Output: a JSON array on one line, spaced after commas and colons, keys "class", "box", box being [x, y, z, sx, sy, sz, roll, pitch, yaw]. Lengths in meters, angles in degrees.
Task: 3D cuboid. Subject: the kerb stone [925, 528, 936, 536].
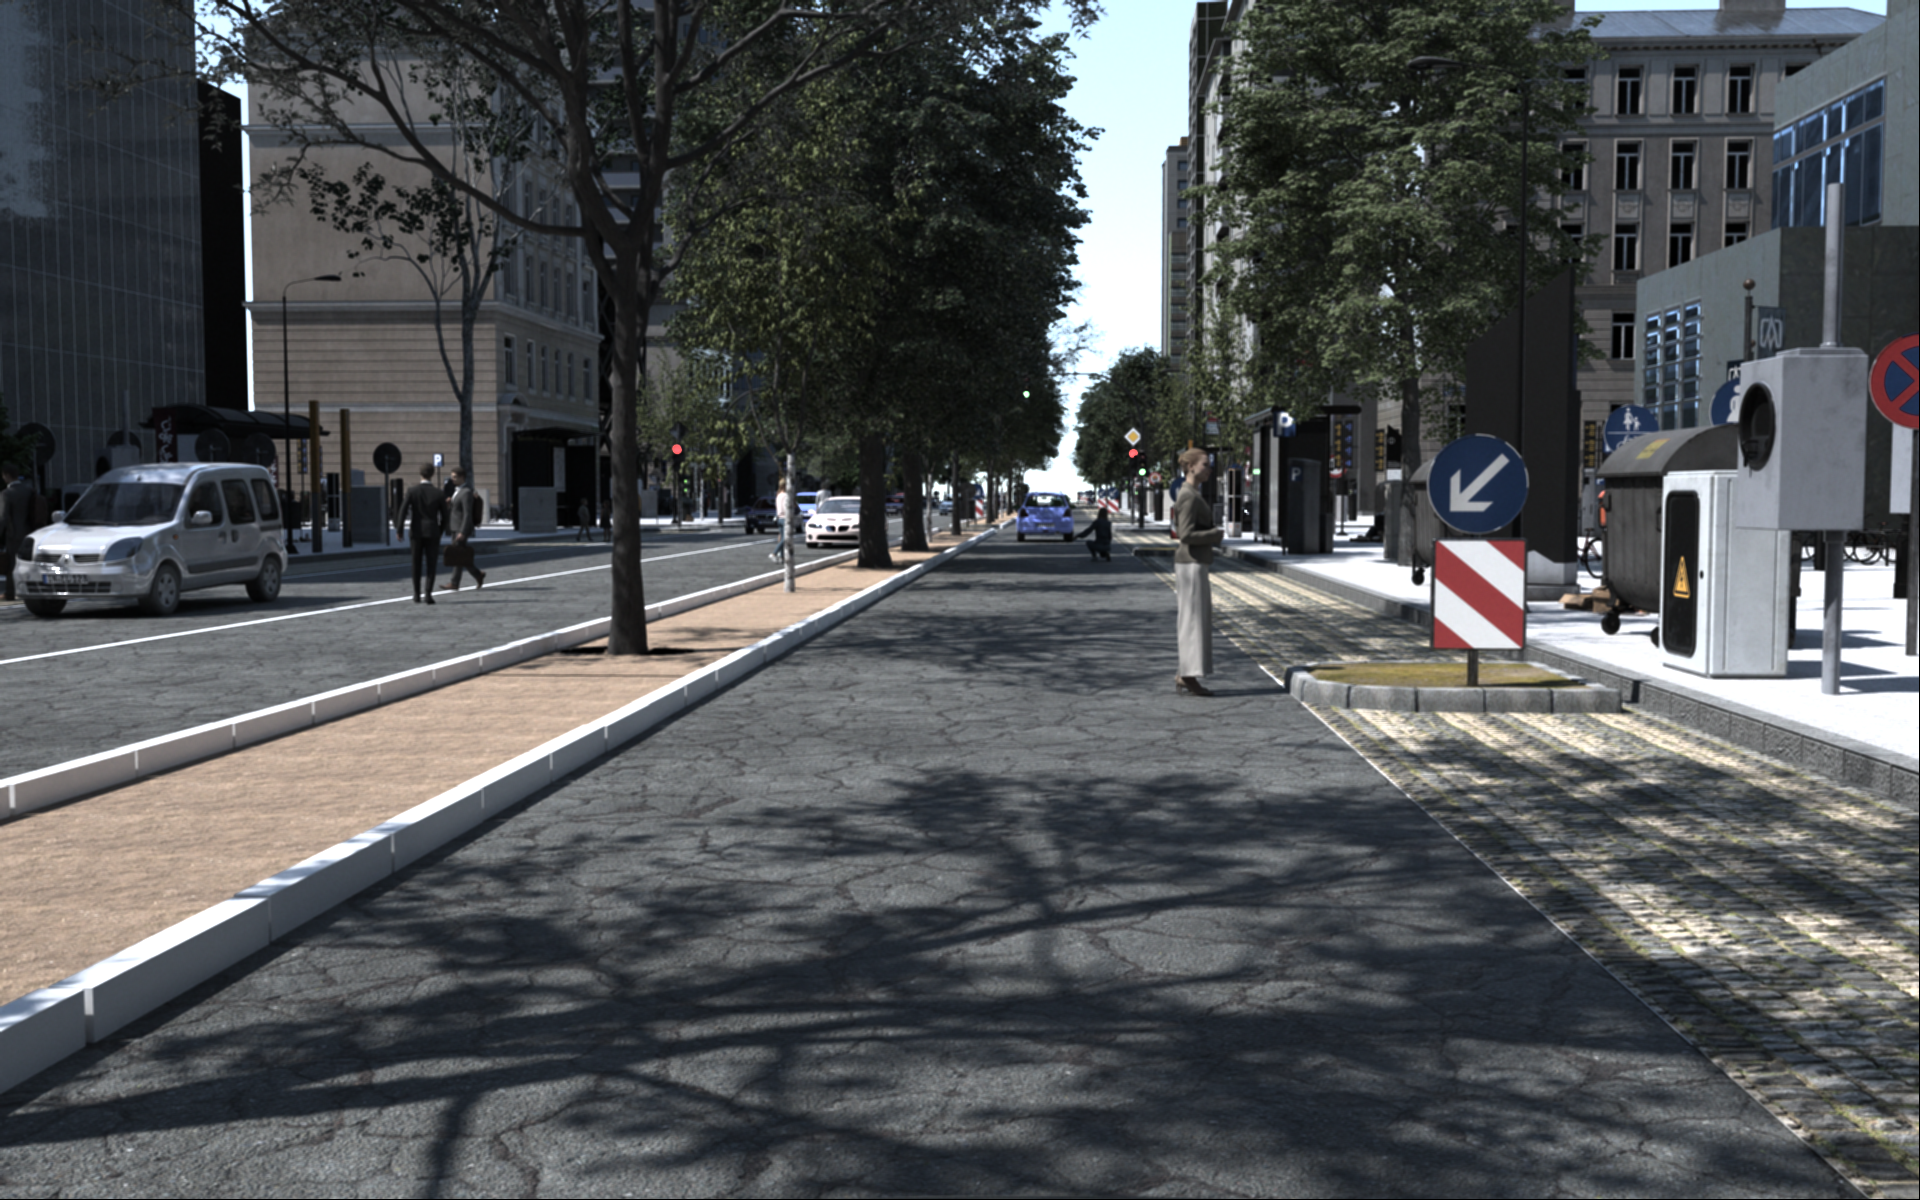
[{"class": "kerb stone", "box": [-1.042, -2.394, 61.414, 0.120, 0.150, 1.000, 0, 4, 3]}]

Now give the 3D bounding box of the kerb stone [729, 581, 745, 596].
[{"class": "kerb stone", "box": [-3.235, -0.140, 24.539, 0.120, 0.150, 1.000, 0, 4, 3]}]

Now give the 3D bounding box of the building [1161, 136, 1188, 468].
[{"class": "building", "box": [44.256, -45.795, 290.746, 21.231, 58.520, 28.212, 0, 4, 3]}]

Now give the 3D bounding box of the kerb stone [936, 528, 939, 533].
[{"class": "kerb stone", "box": [-0.858, -2.587, 64.492, 0.120, 0.150, 1.000, 0, 4, 3]}]

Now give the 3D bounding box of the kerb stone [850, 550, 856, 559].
[{"class": "kerb stone", "box": [-2.454, -0.954, 37.855, 0.120, 0.150, 1.000, 0, 4, 3]}]

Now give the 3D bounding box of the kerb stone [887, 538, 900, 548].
[{"class": "kerb stone", "box": [-1.845, -1.584, 48.087, 0.120, 0.150, 1.000, 0, 4, 3]}]

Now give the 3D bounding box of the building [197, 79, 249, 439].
[{"class": "building", "box": [-48.489, -16.043, 91.976, 15.834, 23.373, 12.332, 0, 4, 3]}]

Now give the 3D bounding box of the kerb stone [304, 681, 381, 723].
[{"class": "kerb stone", "box": [-4.032, 0.670, 11.241, 0.120, 0.150, 1.000, 0, 4, 3]}]

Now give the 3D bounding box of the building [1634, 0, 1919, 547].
[{"class": "building", "box": [30.596, -44.109, 33.860, 22.319, 86.520, 31.000, 0, 4, 3]}]

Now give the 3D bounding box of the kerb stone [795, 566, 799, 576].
[{"class": "kerb stone", "box": [-2.932, -0.455, 29.669, 0.120, 0.150, 1.000, 0, 4, 3]}]

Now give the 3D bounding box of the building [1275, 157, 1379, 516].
[{"class": "building", "box": [29.808, -18.131, 115.507, 14.314, 24.678, 30.058, 0, 4, 3]}]

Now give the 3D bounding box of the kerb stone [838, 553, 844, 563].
[{"class": "kerb stone", "box": [-2.568, -0.833, 35.814, 0.120, 0.150, 1.000, 0, 4, 3]}]

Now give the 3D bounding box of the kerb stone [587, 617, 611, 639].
[{"class": "kerb stone", "box": [-3.663, 0.295, 17.377, 0.120, 0.150, 1.000, 0, 4, 3]}]

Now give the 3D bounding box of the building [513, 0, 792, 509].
[{"class": "building", "box": [-28.375, -38.037, 163.905, 21.231, 58.520, 28.212, 0, 4, 3]}]

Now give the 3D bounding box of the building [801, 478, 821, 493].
[{"class": "building", "box": [-32.025, -30.542, 191.238, 32.217, 40.220, 23.993, 0, 4, 3]}]

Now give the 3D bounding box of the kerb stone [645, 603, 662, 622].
[{"class": "kerb stone", "box": [-3.551, 0.169, 19.426, 0.120, 0.150, 1.000, 0, 4, 3]}]

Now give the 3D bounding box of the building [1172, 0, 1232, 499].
[{"class": "building", "box": [41.758, -49.741, 251.524, 20.563, 71.187, 20.611, 0, 4, 3]}]

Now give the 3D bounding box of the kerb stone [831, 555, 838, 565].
[{"class": "kerb stone", "box": [-2.631, -0.770, 34.791, 0.120, 0.150, 1.000, 0, 4, 3]}]

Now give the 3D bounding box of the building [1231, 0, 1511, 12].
[{"class": "building", "box": [40.956, -35.429, 168.499, 28.713, 52.752, 27.495, 0, 4, 3]}]

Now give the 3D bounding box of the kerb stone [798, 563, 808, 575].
[{"class": "kerb stone", "box": [-2.867, -0.519, 30.689, 0.120, 0.150, 1.000, 0, 4, 3]}]

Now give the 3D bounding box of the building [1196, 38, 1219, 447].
[{"class": "building", "box": [42.188, -37.164, 196.867, 28.713, 52.752, 27.495, 0, 4, 3]}]

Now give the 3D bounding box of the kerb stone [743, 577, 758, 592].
[{"class": "kerb stone", "box": [-3.170, -0.204, 25.560, 0.120, 0.150, 1.000, 0, 4, 3]}]

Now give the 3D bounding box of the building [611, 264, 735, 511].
[{"class": "building", "box": [-24.530, -16.773, 138.860, 10.561, 19.102, 19.286, 0, 4, 3]}]

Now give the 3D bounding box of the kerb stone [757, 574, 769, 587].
[{"class": "kerb stone", "box": [-3.117, -0.269, 26.588, 0.120, 0.150, 1.000, 0, 4, 3]}]

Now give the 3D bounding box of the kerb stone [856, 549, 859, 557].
[{"class": "kerb stone", "box": [-2.386, -1.021, 38.883, 0.120, 0.150, 1.000, 0, 4, 3]}]

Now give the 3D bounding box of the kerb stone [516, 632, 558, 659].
[{"class": "kerb stone", "box": [-3.785, 0.420, 15.326, 0.120, 0.150, 1.000, 0, 4, 3]}]

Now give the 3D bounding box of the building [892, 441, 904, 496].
[{"class": "building", "box": [-16.320, -37.788, 301.427, 14.154, 41.232, 14.086, 0, 4, 3]}]

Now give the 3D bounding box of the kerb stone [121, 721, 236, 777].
[{"class": "kerb stone", "box": [-4.159, 0.795, 9.198, 0.120, 0.150, 1.000, 0, 4, 3]}]

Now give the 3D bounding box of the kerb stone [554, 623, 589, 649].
[{"class": "kerb stone", "box": [-3.719, 0.358, 16.346, 0.120, 0.150, 1.000, 0, 4, 3]}]

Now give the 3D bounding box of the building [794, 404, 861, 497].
[{"class": "building", "box": [-20.127, -29.379, 252.039, 14.160, 30.474, 14.107, 0, 4, 3]}]

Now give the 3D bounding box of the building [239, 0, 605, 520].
[{"class": "building", "box": [-28.793, -18.985, 96.307, 13.634, 28.700, 20.117, 0, 4, 3]}]

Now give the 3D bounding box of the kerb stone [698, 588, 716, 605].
[{"class": "kerb stone", "box": [-3.361, -0.018, 22.495, 0.120, 0.150, 1.000, 0, 4, 3]}]

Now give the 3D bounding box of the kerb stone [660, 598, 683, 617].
[{"class": "kerb stone", "box": [-3.475, 0.107, 20.446, 0.120, 0.150, 1.000, 0, 4, 3]}]

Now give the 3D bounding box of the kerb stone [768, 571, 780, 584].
[{"class": "kerb stone", "box": [-3.057, -0.331, 27.615, 0.120, 0.150, 1.000, 0, 4, 3]}]

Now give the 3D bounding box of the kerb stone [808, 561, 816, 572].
[{"class": "kerb stone", "box": [-2.813, -0.582, 31.710, 0.120, 0.150, 1.000, 0, 4, 3]}]

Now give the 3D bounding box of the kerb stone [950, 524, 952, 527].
[{"class": "kerb stone", "box": [-0.219, -3.247, 75.301, 0.120, 0.150, 1.000, 0, 4, 3]}]

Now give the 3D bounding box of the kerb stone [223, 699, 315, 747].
[{"class": "kerb stone", "box": [-4.096, 0.735, 10.218, 0.120, 0.150, 1.000, 0, 4, 3]}]

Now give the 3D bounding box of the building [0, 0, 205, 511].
[{"class": "building", "box": [-34.805, -14.212, 50.396, 19.932, 24.808, 12.078, 0, 4, 3]}]

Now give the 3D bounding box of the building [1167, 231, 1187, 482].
[{"class": "building", "box": [39.392, -35.861, 269.925, 14.154, 41.232, 14.086, 0, 4, 3]}]

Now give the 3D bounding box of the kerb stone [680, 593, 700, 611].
[{"class": "kerb stone", "box": [-3.417, 0.044, 21.470, 0.120, 0.150, 1.000, 0, 4, 3]}]

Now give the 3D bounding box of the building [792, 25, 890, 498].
[{"class": "building", "box": [-21.571, -50.809, 268.984, 20.563, 71.187, 20.611, 0, 4, 3]}]

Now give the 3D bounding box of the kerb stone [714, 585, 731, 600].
[{"class": "kerb stone", "box": [-3.299, -0.081, 23.515, 0.120, 0.150, 1.000, 0, 4, 3]}]

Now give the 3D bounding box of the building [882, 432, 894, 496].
[{"class": "building", "box": [-18.561, -38.971, 287.293, 14.600, 45.320, 14.200, 0, 4, 3]}]

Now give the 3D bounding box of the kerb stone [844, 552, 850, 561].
[{"class": "kerb stone", "box": [-2.504, -0.895, 36.834, 0.120, 0.150, 1.000, 0, 4, 3]}]

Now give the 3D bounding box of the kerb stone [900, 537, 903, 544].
[{"class": "kerb stone", "box": [-1.778, -1.646, 49.107, 0.120, 0.150, 1.000, 0, 4, 3]}]

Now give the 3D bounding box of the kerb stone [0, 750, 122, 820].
[{"class": "kerb stone", "box": [-4.214, 0.858, 8.170, 0.120, 0.150, 1.000, 0, 4, 3]}]

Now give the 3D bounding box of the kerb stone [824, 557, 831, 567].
[{"class": "kerb stone", "box": [-2.687, -0.707, 33.761, 0.120, 0.150, 1.000, 0, 4, 3]}]

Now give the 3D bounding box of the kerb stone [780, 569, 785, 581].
[{"class": "kerb stone", "box": [-2.993, -0.394, 28.636, 0.120, 0.150, 1.000, 0, 4, 3]}]

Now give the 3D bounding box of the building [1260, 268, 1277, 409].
[{"class": "building", "box": [31.165, -18.905, 138.773, 12.332, 23.373, 15.834, 0, 4, 3]}]

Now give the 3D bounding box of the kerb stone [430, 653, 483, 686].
[{"class": "kerb stone", "box": [-3.908, 0.551, 13.284, 0.120, 0.150, 1.000, 0, 4, 3]}]

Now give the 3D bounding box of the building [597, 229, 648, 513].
[{"class": "building", "box": [-29.761, -15.174, 115.540, 16.820, 18.784, 16.811, 0, 4, 3]}]

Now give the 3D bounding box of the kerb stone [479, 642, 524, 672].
[{"class": "kerb stone", "box": [-3.842, 0.489, 14.306, 0.120, 0.150, 1.000, 0, 4, 3]}]

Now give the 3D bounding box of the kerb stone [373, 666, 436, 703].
[{"class": "kerb stone", "box": [-3.968, 0.610, 12.261, 0.120, 0.150, 1.000, 0, 4, 3]}]

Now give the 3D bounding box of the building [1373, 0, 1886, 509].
[{"class": "building", "box": [34.410, -17.738, 87.283, 25.104, 27.353, 12.463, 0, 4, 3]}]

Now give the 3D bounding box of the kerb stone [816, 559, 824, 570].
[{"class": "kerb stone", "box": [-2.745, -0.641, 32.730, 0.120, 0.150, 1.000, 0, 4, 3]}]
